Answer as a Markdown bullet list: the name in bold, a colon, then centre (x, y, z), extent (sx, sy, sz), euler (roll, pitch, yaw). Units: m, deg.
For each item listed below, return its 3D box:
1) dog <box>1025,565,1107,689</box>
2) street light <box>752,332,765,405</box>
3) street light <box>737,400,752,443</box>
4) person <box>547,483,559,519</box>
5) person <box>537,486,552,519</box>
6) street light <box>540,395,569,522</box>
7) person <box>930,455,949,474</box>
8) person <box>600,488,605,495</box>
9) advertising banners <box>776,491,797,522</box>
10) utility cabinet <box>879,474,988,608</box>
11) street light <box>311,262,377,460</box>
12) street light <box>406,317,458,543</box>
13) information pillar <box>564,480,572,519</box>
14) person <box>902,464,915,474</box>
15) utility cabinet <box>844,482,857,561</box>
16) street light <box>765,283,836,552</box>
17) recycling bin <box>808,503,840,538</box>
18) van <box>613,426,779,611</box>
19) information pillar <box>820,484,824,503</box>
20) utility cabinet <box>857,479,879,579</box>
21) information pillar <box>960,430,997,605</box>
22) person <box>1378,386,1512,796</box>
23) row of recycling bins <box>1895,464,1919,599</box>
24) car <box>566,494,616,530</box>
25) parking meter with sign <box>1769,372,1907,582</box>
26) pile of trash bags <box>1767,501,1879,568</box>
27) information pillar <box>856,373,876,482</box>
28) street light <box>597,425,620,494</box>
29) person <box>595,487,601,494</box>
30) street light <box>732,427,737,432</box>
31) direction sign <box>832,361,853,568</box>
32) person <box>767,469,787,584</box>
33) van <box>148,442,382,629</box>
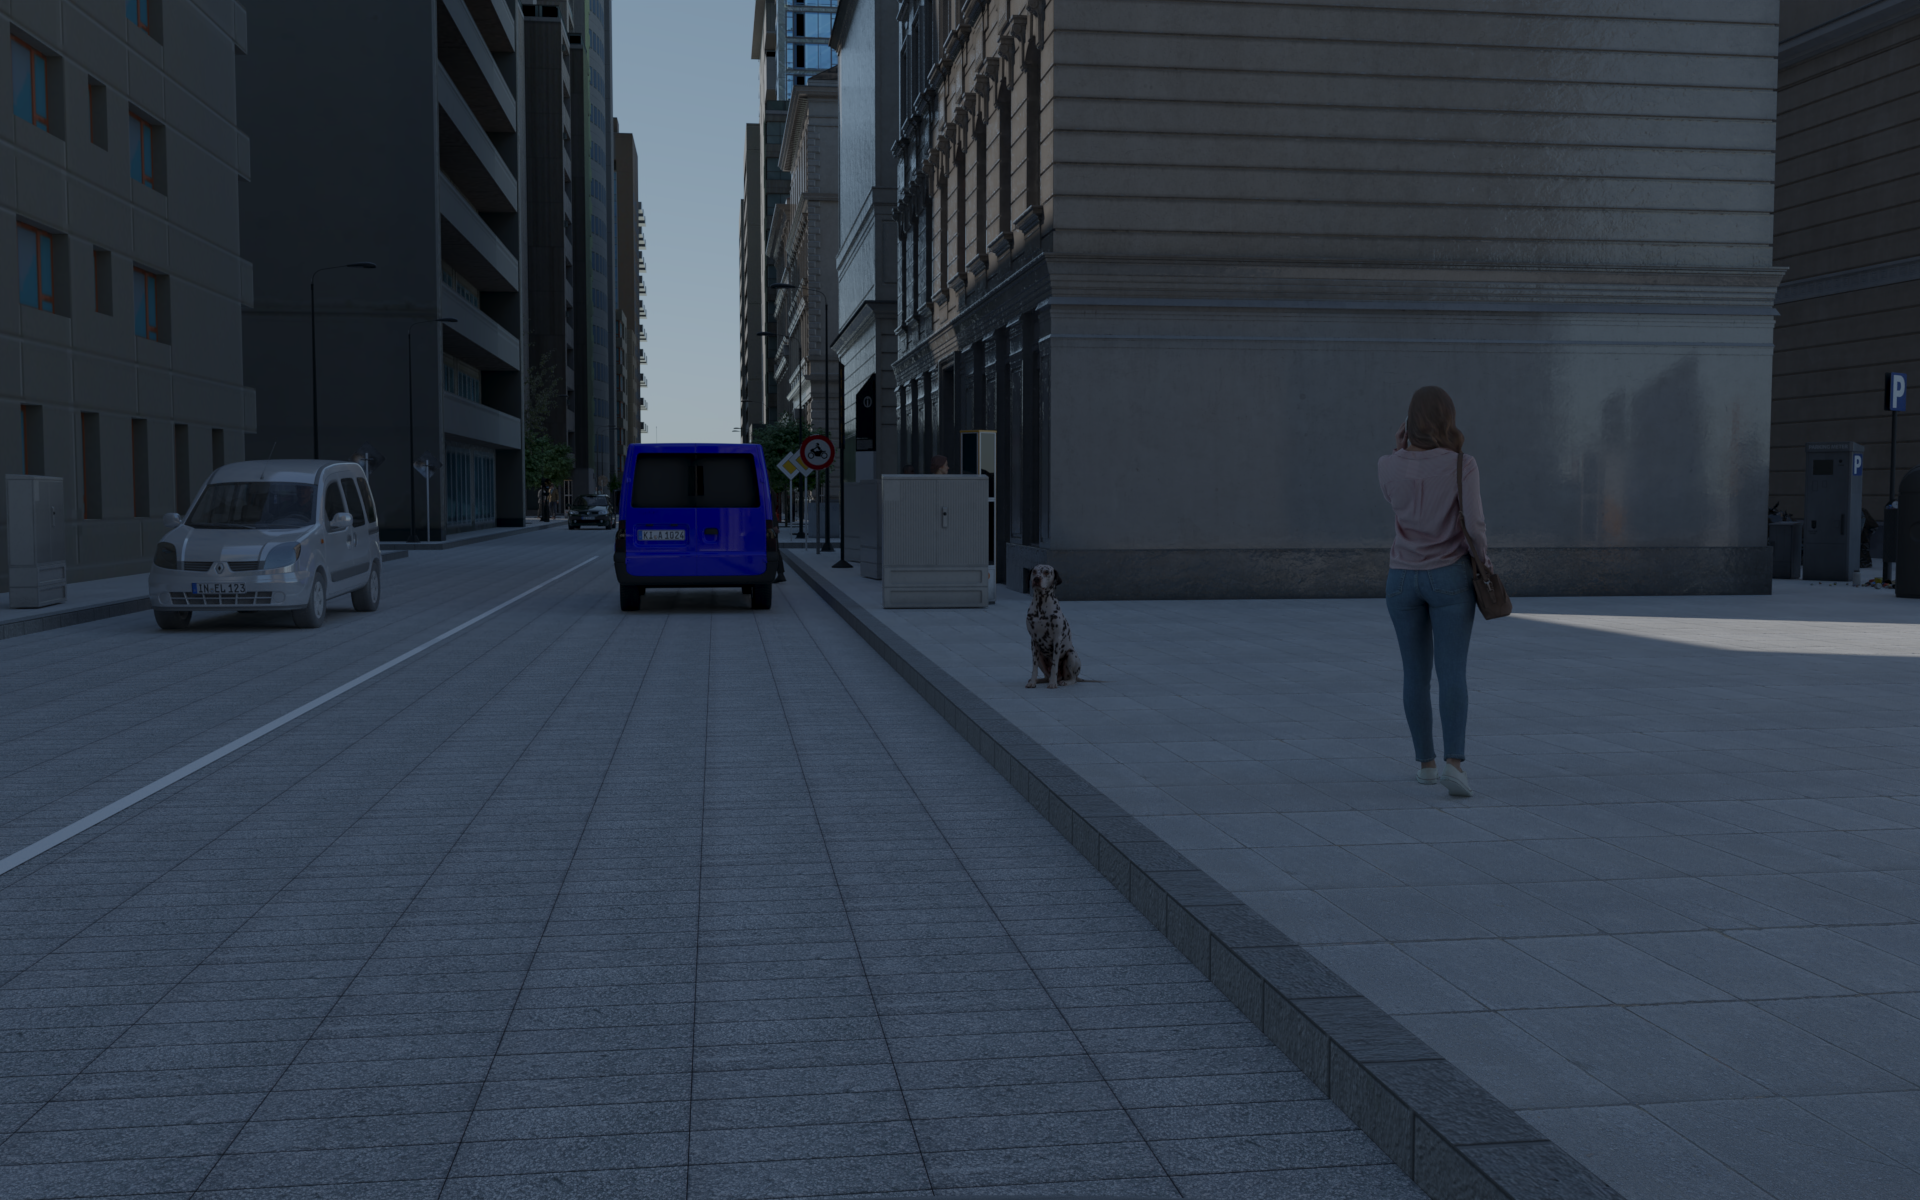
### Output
- **dog**: centre (0.731, 0.169, 11.620), extent (0.800, 0.831, 0.513), euler (-2, 4, -27)
- **street light**: centre (-5.123, -4.723, 49.757), extent (1.470, 5.913, 1.316), euler (0, 4, -8)
- **street light**: centre (-10.097, -6.907, 85.463), extent (1.470, 5.913, 1.316), euler (0, 4, -8)
- **person**: centre (-20.833, -5.052, 88.558), extent (0.656, 1.842, 0.836), euler (-1, 4, -8)
- **person**: centre (-21.536, -5.097, 89.771), extent (0.834, 1.777, 0.661), euler (1, 4, 13)
- **street light**: centre (-18.990, -6.634, 81.010), extent (1.470, 5.913, 1.316), euler (0, 4, -8)
- **person**: centre (-0.157, -0.890, 21.167), extent (0.524, 1.755, 0.480), euler (-2, 4, -33)
- **person**: centre (-26.170, -7.313, 126.144), extent (0.617, 1.759, 0.750), euler (-3, 4, -38)
- **advertising banners**: centre (-8.400, -5.108, 79.701), extent (2.074, 3.025, 0.090), euler (2, 4, 29)
- **utility cabinet**: centre (-0.280, -0.656, 19.403), extent (1.173, 1.500, 0.318), euler (0, 4, -6)
- **street light**: centre (-12.379, -3.805, 34.755), extent (1.470, 5.913, 1.316), euler (0, 4, -8)
- **street light**: centre (-13.901, -4.470, 45.630), extent (1.470, 5.913, 1.316), euler (0, 4, -8)
- **information pillar**: centre (-20.467, -5.260, 90.500), extent (0.304, 2.012, 0.304), euler (2, 4, 23)
- **person**: centre (-0.905, -1.471, 30.276), extent (0.419, 1.800, 0.721), euler (0, 4, -8)
- **utility cabinet**: centre (-1.895, -1.471, 32.726), extent (0.318, 1.500, 1.173), euler (-1, 4, -19)
- **street light**: centre (-3.489, -4.026, 38.372), extent (1.470, 5.913, 1.316), euler (0, 4, -8)
- **recycling bin**: centre (-3.993, -2.339, 50.799), extent (0.722, 1.027, 0.722), euler (-2, 4, -29)
- **van**: centre (-3.526, -1.137, 22.982), extent (2.240, 2.365, 5.245), euler (-1, 4, -9)
- **information pillar**: centre (-6.455, -4.597, 79.650), extent (0.304, 2.012, 0.304), euler (1, 4, 11)
- **utility cabinet**: centre (-1.235, -1.076, 26.277), extent (0.318, 1.500, 1.173), euler (-1, 4, -15)
- **information pillar**: centre (0.211, -0.953, 20.073), extent (0.304, 2.012, 0.304), euler (3, 5, 43)
- **person**: centre (2.074, -0.054, 7.513), extent (0.593, 1.750, 0.643), euler (2, 4, 30)
- **row of recycling bins**: centre (12.464, -0.796, 20.121), extent (1.069, 1.692, 3.534), euler (-1, 4, -20)
- **car**: centre (-15.008, -3.726, 70.706), extent (2.009, 1.686, 4.222), euler (0, 4, -7)
- **parking meter with sign**: centre (12.920, -1.795, 25.617), extent (0.543, 3.016, 1.738), euler (-3, 5, -40)
- **pile of trash bags**: centre (15.306, -1.231, 29.875), extent (1.912, 1.369, 3.447), euler (-2, 4, -34)
- **information pillar**: centre (-1.819, -2.591, 33.719), extent (0.504, 3.616, 0.183), euler (3, 5, 40)
- **street light**: centre (-24.591, -9.126, 121.745), extent (1.470, 5.913, 1.316), euler (0, 4, -8)
- **person**: centre (-25.025, -6.916, 119.603), extent (0.782, 1.767, 0.515), euler (3, 4, 36)
- **street light**: centre (-15.886, -9.398, 126.192), extent (1.470, 5.913, 1.316), euler (0, 4, -8)
- **direction sign**: centre (-2.047, -2.327, 30.049), extent (0.379, 3.537, 0.876), euler (0, 4, 1)
- **person**: centre (-3.151, -1.186, 27.673), extent (0.755, 1.850, 0.659), euler (1, 4, 10)
- **van**: centre (-7.803, -0.776, 19.699), extent (2.013, 2.044, 4.112), euler (0, 4, -6)
